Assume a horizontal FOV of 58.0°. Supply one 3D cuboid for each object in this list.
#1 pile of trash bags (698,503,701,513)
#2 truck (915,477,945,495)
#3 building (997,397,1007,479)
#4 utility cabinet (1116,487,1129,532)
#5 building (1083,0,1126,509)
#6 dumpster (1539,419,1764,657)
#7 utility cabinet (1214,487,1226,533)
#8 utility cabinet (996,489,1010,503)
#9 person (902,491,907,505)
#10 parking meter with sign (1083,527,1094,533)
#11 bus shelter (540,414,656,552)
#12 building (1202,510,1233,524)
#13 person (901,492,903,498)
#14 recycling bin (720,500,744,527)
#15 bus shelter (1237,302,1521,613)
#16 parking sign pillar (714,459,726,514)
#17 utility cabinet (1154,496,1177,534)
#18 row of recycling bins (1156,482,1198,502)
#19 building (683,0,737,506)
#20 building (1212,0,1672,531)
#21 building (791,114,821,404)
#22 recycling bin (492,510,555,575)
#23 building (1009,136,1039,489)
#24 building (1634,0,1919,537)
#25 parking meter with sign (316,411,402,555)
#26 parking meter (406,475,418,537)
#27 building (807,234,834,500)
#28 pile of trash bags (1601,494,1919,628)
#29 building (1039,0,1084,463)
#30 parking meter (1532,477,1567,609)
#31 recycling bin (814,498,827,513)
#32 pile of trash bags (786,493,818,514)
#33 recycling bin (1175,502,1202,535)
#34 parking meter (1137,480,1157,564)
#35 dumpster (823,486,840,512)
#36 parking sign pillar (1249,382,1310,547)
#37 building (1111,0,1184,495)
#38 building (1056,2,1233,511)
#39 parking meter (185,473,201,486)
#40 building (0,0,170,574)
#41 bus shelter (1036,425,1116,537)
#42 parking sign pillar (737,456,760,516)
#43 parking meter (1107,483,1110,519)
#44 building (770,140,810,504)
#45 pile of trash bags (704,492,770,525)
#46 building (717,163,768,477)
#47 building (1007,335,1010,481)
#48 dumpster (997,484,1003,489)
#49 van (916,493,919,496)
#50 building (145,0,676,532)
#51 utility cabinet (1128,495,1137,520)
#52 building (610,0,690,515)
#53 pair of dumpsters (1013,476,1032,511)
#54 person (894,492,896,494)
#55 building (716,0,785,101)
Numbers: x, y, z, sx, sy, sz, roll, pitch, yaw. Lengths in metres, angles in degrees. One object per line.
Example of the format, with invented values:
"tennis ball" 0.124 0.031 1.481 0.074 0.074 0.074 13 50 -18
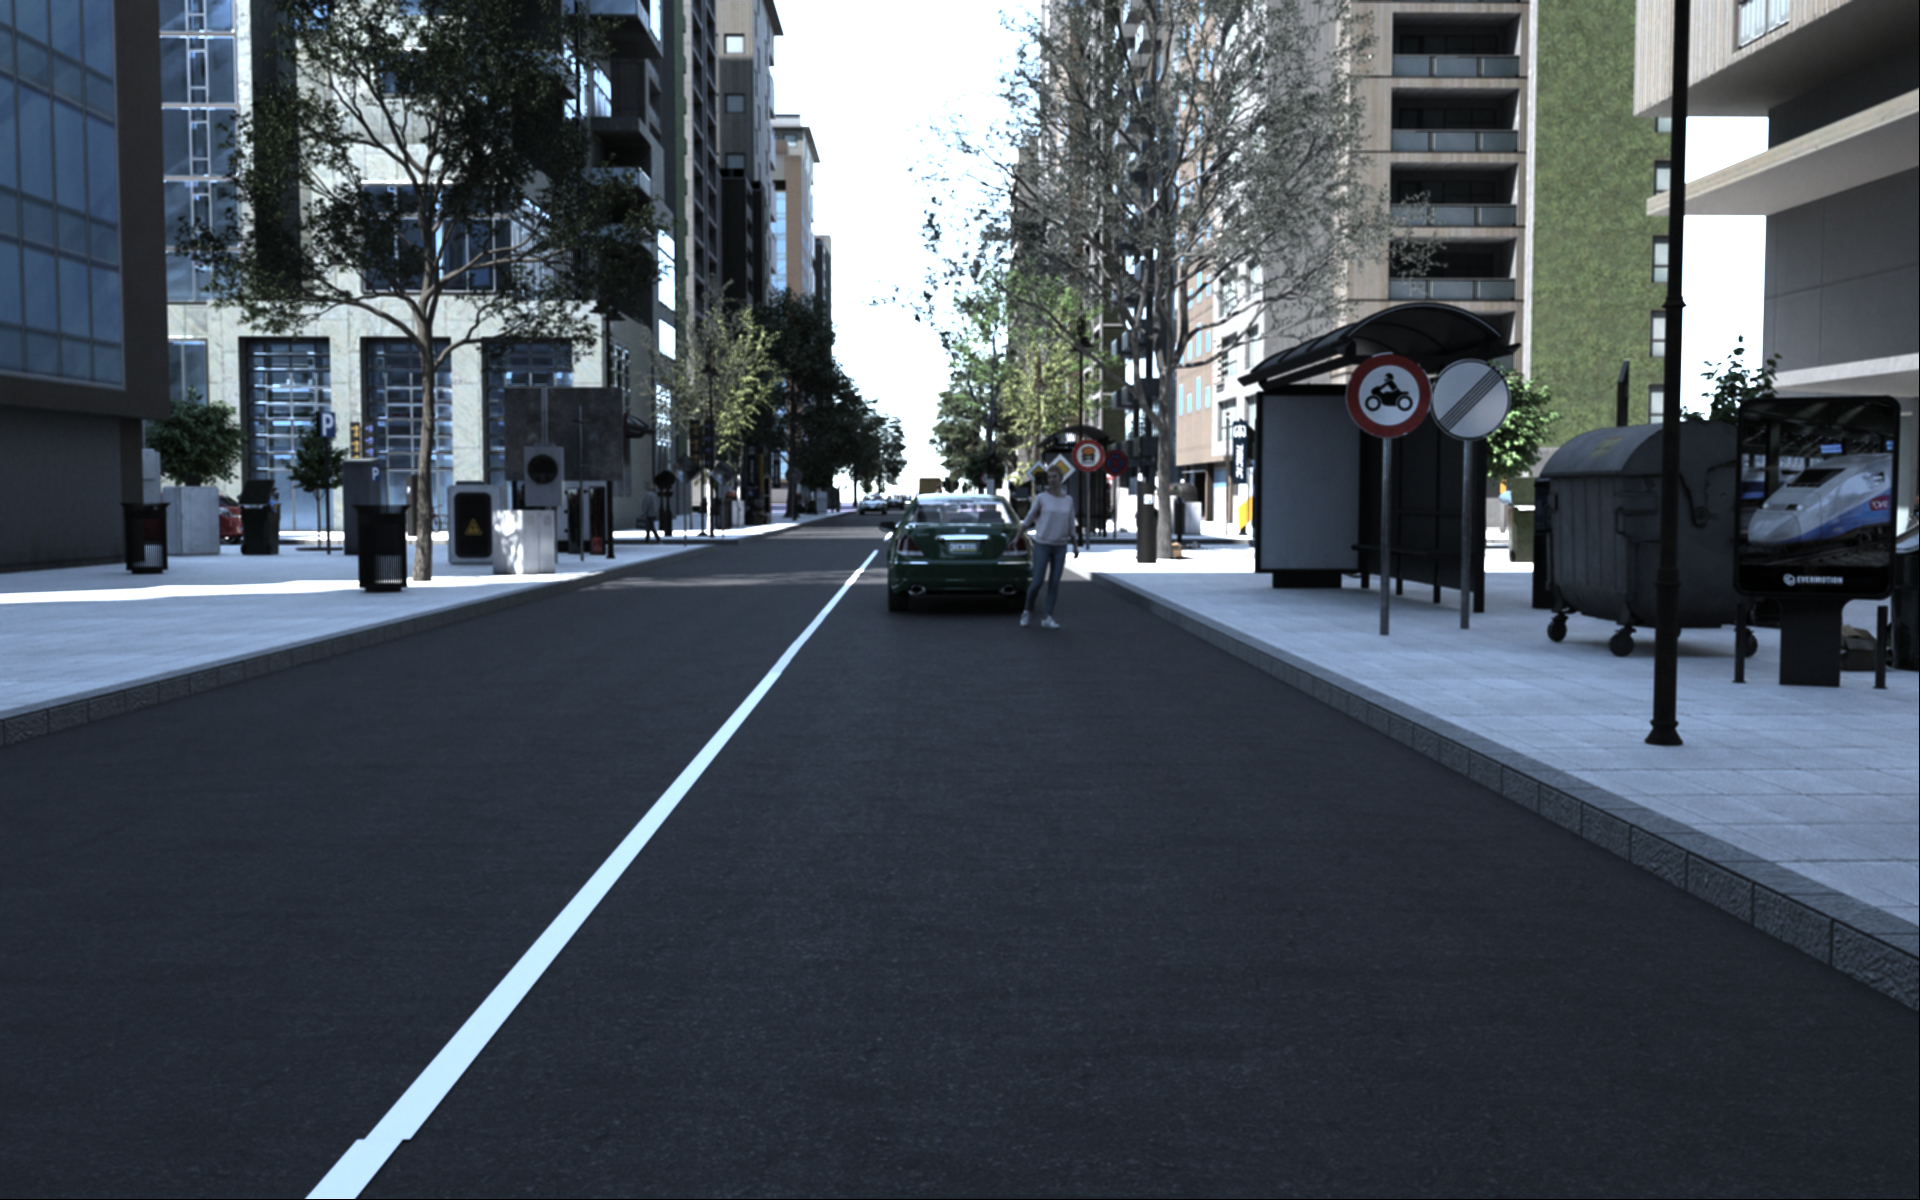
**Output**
"pile of trash bags" -15.709 -6.388 114.199 3.447 1.369 1.912 3 5 45
"truck" -3.399 -12.250 196.210 3.469 3.379 9.791 0 4 -2
"building" 20.186 -26.087 271.559 27.650 21.520 28.899 0 4 -1
"utility cabinet" 5.477 -3.051 58.565 0.318 1.500 1.173 0 4 -3
"building" 18.936 -42.885 139.425 20.563 71.187 20.611 0 4 -1
"dumpster" 5.711 -0.523 14.308 1.264 1.857 1.865 0 4 -1
"utility cabinet" 8.597 -2.973 57.281 0.318 1.500 1.173 0 4 3
"utility cabinet" 1.882 -4.077 75.345 0.318 1.500 1.173 -1 4 -14
"person" -7.206 -13.286 225.597 0.709 1.838 0.599 -3 5 -45
"parking meter with sign" 4.339 -3.795 58.305 0.543 3.016 1.738 0 4 -4
"bus shelter" -8.534 -2.852 40.556 2.014 3.302 5.546 0 4 -1
"building" 18.024 -26.293 79.997 14.600 45.320 14.200 0 4 -1
"person" -9.150 -16.123 272.919 0.445 1.727 0.742 -1 4 -13
"recycling bin" -8.964 -3.395 68.062 0.722 1.027 0.722 2 4 35
"bus shelter" 4.857 -1.660 21.073 2.014 3.302 5.546 0 4 -1
"parking sign pillar" -14.924 -7.335 108.395 1.447 3.967 1.447 1 4 9
"utility cabinet" 6.500 -2.757 56.241 1.020 1.237 0.306 2 4 27
"row of recycling bins" 7.819 -3.372 62.240 1.069 1.692 3.534 0 4 -5
"building" -27.438 -42.560 134.102 20.563 71.187 20.611 0 4 -1
"building" 17.616 -23.334 65.100 14.086 41.232 14.154 0 4 -1
"building" -34.448 -40.023 243.609 28.713 52.752 27.495 0 4 -1
"recycling bin" -6.986 -0.928 27.735 0.722 1.027 0.722 3 4 36
"building" 17.766 -37.094 230.191 21.300 48.544 21.600 0 4 -1
"building" 26.835 -26.356 20.160 28.713 52.752 27.495 0 4 -1
"parking meter with sign" -12.623 -2.463 36.532 1.738 3.016 0.543 1 4 15
"parking meter" -16.457 -2.836 52.085 0.255 1.863 0.399 -3 5 -45
"building" -26.808 -35.552 264.875 14.154 41.232 14.086 0 4 -1
"pile of trash bags" 8.157 -0.449 17.087 3.447 1.369 1.912 1 4 15
"building" 18.636 -38.972 179.192 21.231 58.520 28.212 0 4 -1
"parking meter" 6.631 -0.674 19.429 0.372 1.533 0.369 0 3 0
"recycling bin" -9.356 -6.341 116.221 0.722 1.027 0.722 -1 4 -16
"pile of trash bags" -10.463 -6.362 113.778 1.912 1.369 3.447 -1 4 -13
"recycling bin" 7.190 -2.569 54.550 0.722 1.027 0.722 0 4 -3
"parking meter" 3.455 -1.443 32.009 0.372 1.533 0.369 0 3 0
"dumpster" -9.177 -7.175 123.077 1.264 1.857 1.865 0 4 -1
"parking sign pillar" 7.778 -3.277 42.045 1.447 3.967 1.447 0 3 0
"building" 21.641 -30.008 110.236 23.786 49.044 30.456 0 4 -1
"building" 16.236 -31.073 158.159 14.600 45.320 14.200 0 4 -1
"parking meter" -21.833 -2.670 49.359 0.255 1.863 0.399 3 5 44
"building" -22.101 -22.927 24.970 14.200 45.320 14.600 0 4 -1
"bus shelter" 3.515 -3.648 53.561 2.014 3.302 5.546 0 4 -1
"parking sign pillar" -12.337 -6.898 101.261 1.447 3.967 1.447 -2 4 -32
"parking meter" 7.582 -5.149 89.895 0.399 1.863 0.255 -2 4 -35
"building" -26.806 -35.050 223.182 14.600 45.320 14.200 0 4 -1
"pile of trash bags" -9.006 -3.754 71.134 1.912 1.369 3.447 0 4 7
"building" -24.681 -23.326 153.088 14.160 30.474 14.107 0 4 -1
"building" 13.680 -29.214 249.350 14.160 30.474 14.107 0 4 -1
"dumpster" 2.872 -7.411 123.671 1.502 2.255 1.985 0 4 -1
"van" -4.389 -12.950 216.115 2.240 2.365 5.245 0 4 -1
"building" -23.401 -46.359 70.645 22.319 86.520 31.000 0 4 -1
"utility cabinet" 8.443 -4.582 86.075 1.020 1.237 0.306 1 4 23
"building" -24.111 -25.621 102.505 14.154 41.232 14.086 0 4 -1
"pair of dumpsters" 3.848 -5.717 95.959 1.574 2.255 4.437 0 4 -1
"person" -9.958 -15.752 266.048 0.705 1.824 1.348 2 4 28
"building" -32.689 -35.705 173.009 28.713 52.752 27.495 0 4 -1
